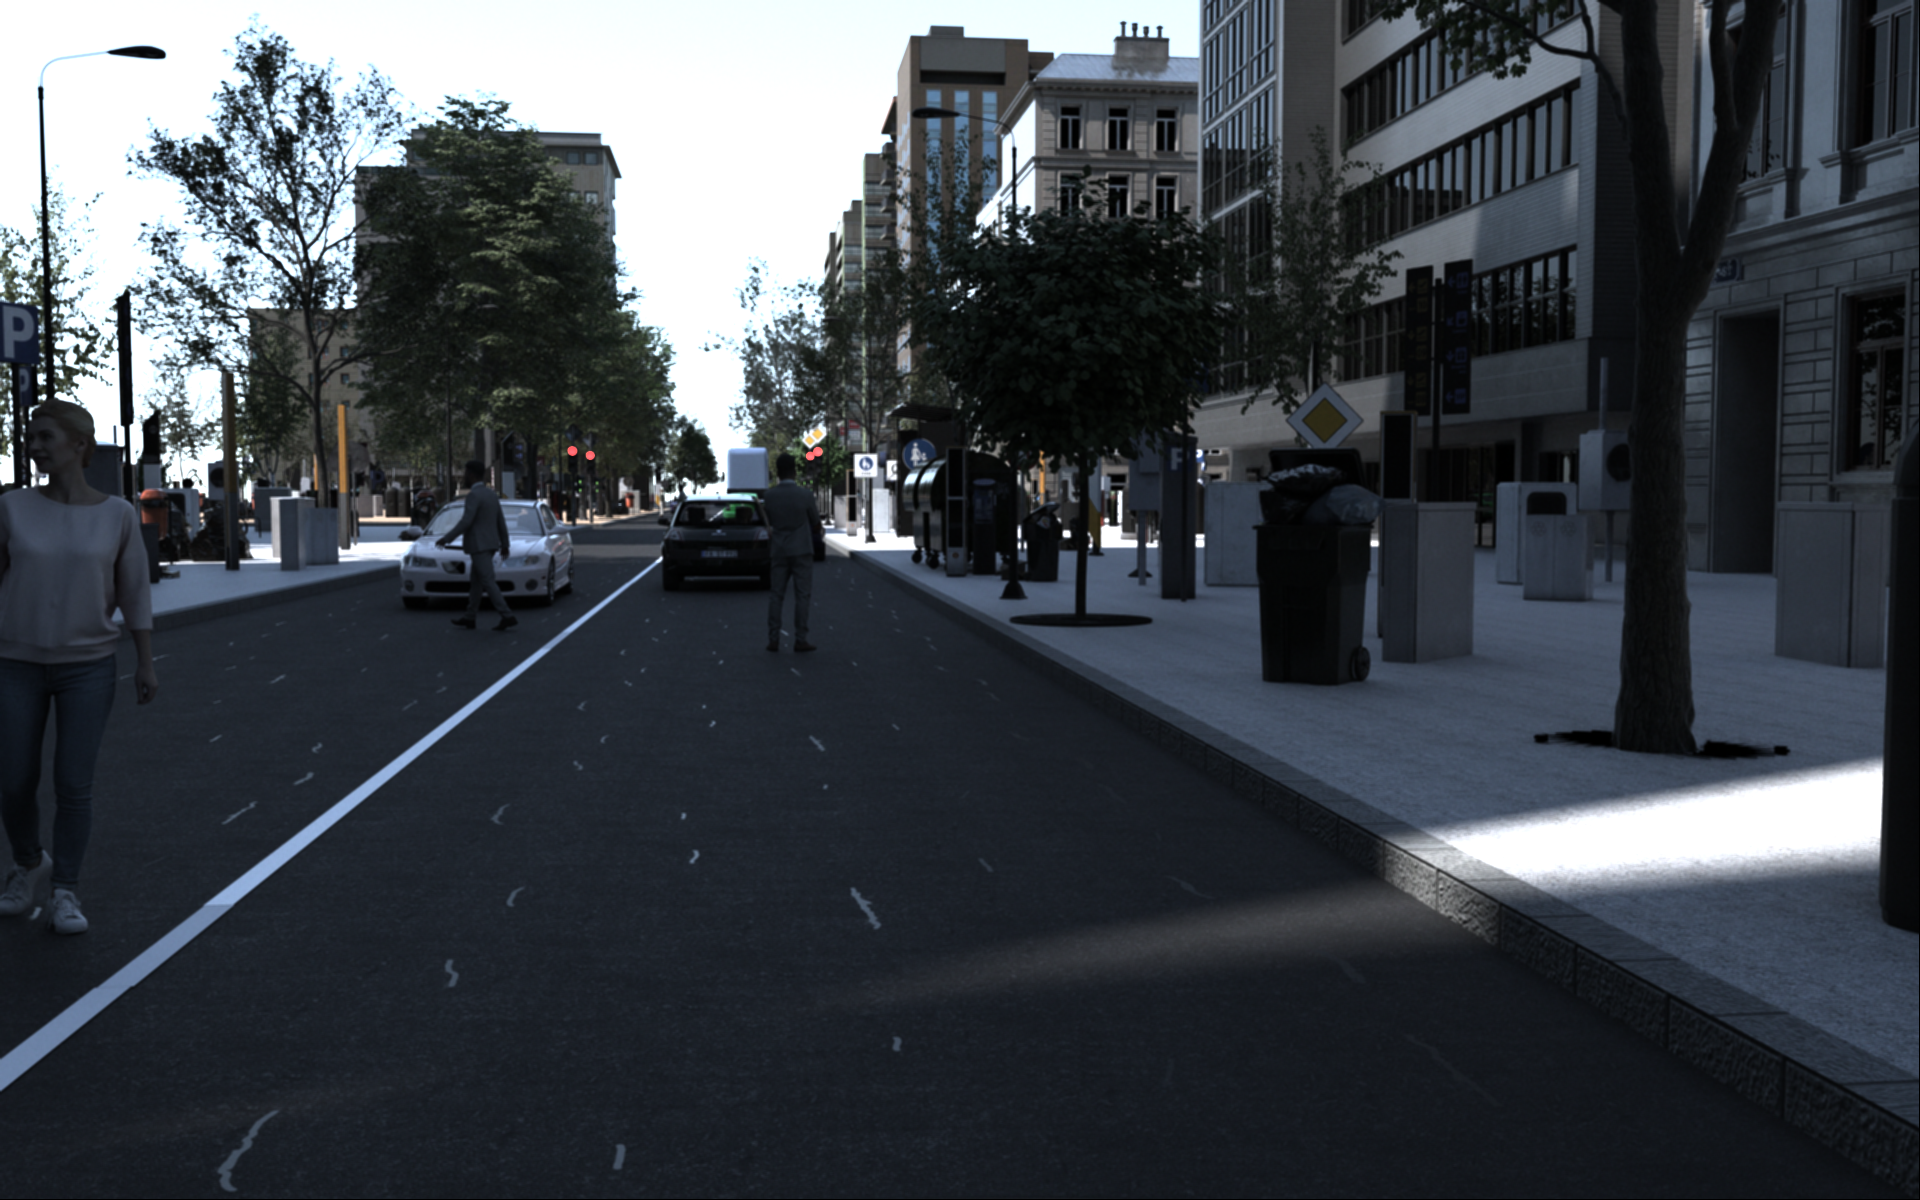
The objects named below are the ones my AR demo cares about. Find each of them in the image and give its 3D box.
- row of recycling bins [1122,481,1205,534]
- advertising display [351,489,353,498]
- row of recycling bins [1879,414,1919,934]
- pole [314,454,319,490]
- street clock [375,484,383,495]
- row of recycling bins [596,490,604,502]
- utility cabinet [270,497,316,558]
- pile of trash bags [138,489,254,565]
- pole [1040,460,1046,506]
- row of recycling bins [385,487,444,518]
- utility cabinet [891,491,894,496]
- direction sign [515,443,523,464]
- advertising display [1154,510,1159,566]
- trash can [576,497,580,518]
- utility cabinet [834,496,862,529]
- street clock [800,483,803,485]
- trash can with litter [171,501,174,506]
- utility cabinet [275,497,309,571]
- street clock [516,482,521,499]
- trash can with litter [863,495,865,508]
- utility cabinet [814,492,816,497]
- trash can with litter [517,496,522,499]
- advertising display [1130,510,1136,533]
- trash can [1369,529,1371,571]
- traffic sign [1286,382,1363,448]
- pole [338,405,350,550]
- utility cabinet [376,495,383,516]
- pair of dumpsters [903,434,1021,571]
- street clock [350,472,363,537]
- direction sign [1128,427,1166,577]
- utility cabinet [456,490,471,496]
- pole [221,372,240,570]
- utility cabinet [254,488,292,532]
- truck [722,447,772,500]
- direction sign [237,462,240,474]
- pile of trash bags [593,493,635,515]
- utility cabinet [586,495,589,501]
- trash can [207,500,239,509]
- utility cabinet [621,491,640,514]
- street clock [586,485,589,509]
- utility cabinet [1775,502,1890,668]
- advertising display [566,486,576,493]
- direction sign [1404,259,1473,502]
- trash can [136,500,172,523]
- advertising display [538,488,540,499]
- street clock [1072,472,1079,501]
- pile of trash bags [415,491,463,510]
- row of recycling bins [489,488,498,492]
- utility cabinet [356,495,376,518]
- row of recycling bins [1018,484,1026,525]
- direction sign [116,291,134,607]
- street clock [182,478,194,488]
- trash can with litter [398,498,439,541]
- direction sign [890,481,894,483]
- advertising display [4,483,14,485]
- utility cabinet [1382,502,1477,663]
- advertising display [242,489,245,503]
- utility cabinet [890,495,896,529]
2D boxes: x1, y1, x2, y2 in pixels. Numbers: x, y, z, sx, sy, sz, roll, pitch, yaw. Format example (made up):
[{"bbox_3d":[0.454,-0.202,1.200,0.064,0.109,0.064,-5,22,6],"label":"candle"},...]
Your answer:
[{"bbox_3d":[6.586,-3.011,56.341,1.069,1.692,3.534,-3,4,-38],"label":"row of recycling bins"},{"bbox_3d":[-47.470,-7.950,135.197,0.974,1.923,0.123,2,4,33],"label":"advertising display"},{"bbox_3d":[3.646,0.200,3.846,1.069,1.692,3.534,-1,4,-21],"label":"row of recycling bins"},{"bbox_3d":[-32.728,-5.767,88.126,0.158,3.312,0.155,0,3,0],"label":"pole"},{"bbox_3d":[-42.205,-7.416,125.827,0.471,2.002,0.358,1,4,12],"label":"street clock"},{"bbox_3d":[-28.981,-8.513,146.293,3.534,1.692,1.069,0,4,-6],"label":"row of recycling bins"},{"bbox_3d":[-13.469,-1.460,35.034,0.306,1.237,1.020,1,4,18],"label":"utility cabinet"},{"bbox_3d":[-14.695,-1.405,32.728,1.912,1.369,3.447,0,4,-7],"label":"pile of trash bags"},{"bbox_3d":[2.725,-3.866,57.058,0.158,3.312,0.155,0,3,0],"label":"pole"},{"bbox_3d":[-29.903,-5.368,94.880,3.534,1.692,1.069,1,4,15],"label":"row of recycling bins"},{"bbox_3d":[-5.716,-7.905,137.930,0.318,1.500,1.173,2,4,34],"label":"utility cabinet"},{"bbox_3d":[-19.695,-5.164,76.423,0.876,3.537,0.379,0,4,3],"label":"direction sign"},{"bbox_3d":[3.580,-1.560,30.724,0.123,1.923,0.974,0,4,2],"label":"advertising display"},{"bbox_3d":[-20.153,-4.865,91.200,0.748,1.137,0.748,0,3,0],"label":"trash can"},{"bbox_3d":[-4.165,-3.266,64.559,1.020,1.237,0.306,0,4,3],"label":"utility cabinet"},{"bbox_3d":[-8.502,-5.389,92.675,0.358,2.002,0.471,1,4,12],"label":"street clock"},{"bbox_3d":[-19.999,-1.976,43.697,0.624,1.170,1.055,-2,4,-35],"label":"trash can with litter"},{"bbox_3d":[-11.333,-1.116,29.407,0.306,1.237,1.020,-1,4,-14],"label":"utility cabinet"},{"bbox_3d":[-26.916,-6.147,105.069,0.471,2.002,0.358,-3,5,-40],"label":"street clock"},{"bbox_3d":[-8.076,-8.664,153.050,1.055,1.170,0.624,1,4,9],"label":"trash can with litter"},{"bbox_3d":[-10.956,-7.882,137.545,1.173,1.500,0.318,1,4,11],"label":"utility cabinet"},{"bbox_3d":[-29.417,-6.314,114.620,1.055,1.170,0.624,3,5,40],"label":"trash can with litter"},{"bbox_3d":[5.489,-2.842,51.685,0.974,1.923,0.123,-2,4,-32],"label":"advertising display"},{"bbox_3d":[6.235,-0.975,27.587,0.748,1.137,0.748,0,3,0],"label":"trash can"},{"bbox_3d":[3.749,-1.021,17.885,0.795,2.450,0.064,0,4,1],"label":"traffic sign"},{"bbox_3d":[-14.121,-2.805,39.704,0.158,3.312,0.155,0,3,0],"label":"pole"},{"bbox_3d":[-33.734,-5.452,100.303,0.306,1.237,1.020,0,4,3],"label":"utility cabinet"},{"bbox_3d":[-0.009,-1.687,30.080,1.574,2.255,4.437,0,4,-7],"label":"pair of dumpsters"},{"bbox_3d":[-18.147,-2.895,51.896,0.471,2.002,0.358,0,4,6],"label":"street clock"},{"bbox_3d":[2.795,-2.126,26.759,0.876,3.537,0.379,-2,4,-26],"label":"direction sign"},{"bbox_3d":[-25.188,-4.901,88.810,1.173,1.500,0.318,-2,4,-29],"label":"utility cabinet"},{"bbox_3d":[-12.271,-2.157,29.117,0.158,3.312,0.155,0,3,0],"label":"pole"},{"bbox_3d":[-23.206,-3.048,58.513,1.173,1.500,0.318,0,4,-1],"label":"utility cabinet"},{"bbox_3d":[-11.449,-6.389,94.211,2.967,4.110,18.799,0,4,-8],"label":"truck"},{"bbox_3d":[-50.317,-7.833,120.073,0.876,3.537,0.379,1,4,14],"label":"direction sign"},{"bbox_3d":[-20.999,-5.899,106.196,1.912,1.369,3.447,-3,5,-44],"label":"pile of trash bags"},{"bbox_3d":[-31.546,-8.288,146.665,0.306,1.237,1.020,-1,4,-18],"label":"utility cabinet"},{"bbox_3d":[-18.066,-1.887,42.504,0.748,1.137,0.748,0,3,0],"label":"trash can"},{"bbox_3d":[-20.846,-6.170,109.555,1.173,1.500,0.318,0,4,2],"label":"utility cabinet"},{"bbox_3d":[-31.258,-8.608,145.309,0.358,2.002,0.471,2,4,31],"label":"street clock"},{"bbox_3d":[6.654,-0.127,13.243,0.306,1.237,1.020,0,4,-4],"label":"utility cabinet"},{"bbox_3d":[-32.224,-8.463,143.580,0.123,1.923,0.974,3,5,43],"label":"advertising display"},{"bbox_3d":[4.712,-1.538,17.151,0.379,3.537,0.876,-2,4,-29],"label":"direction sign"},{"bbox_3d":[-18.181,-1.680,39.118,0.748,1.137,0.748,0,3,0],"label":"trash can"},{"bbox_3d":[-34.179,-8.213,139.503,0.974,1.923,0.123,2,4,34],"label":"advertising display"},{"bbox_3d":[3.886,-3.253,57.750,0.358,2.002,0.471,-1,4,-9],"label":"street clock"},{"bbox_3d":[-15.409,-2.662,53.269,1.912,1.369,3.447,2,4,25],"label":"pile of trash bags"},{"bbox_3d":[-31.400,-6.644,115.744,1.069,1.692,3.534,-1,4,-13],"label":"row of recycling bins"},{"bbox_3d":[-32.397,-5.071,94.074,0.306,1.237,1.020,3,4,38],"label":"utility cabinet"},{"bbox_3d":[0.945,-3.913,71.090,3.534,1.692,1.069,0,4,-4],"label":"row of recycling bins"},{"bbox_3d":[-9.485,-1.697,19.738,0.379,3.537,0.876,-2,4,-33],"label":"direction sign"},{"bbox_3d":[-34.890,-4.509,78.288,0.471,2.002,0.358,-2,4,-32],"label":"street clock"},{"bbox_3d":[-14.990,-2.220,47.679,1.055,1.170,0.624,1,4,18],"label":"trash can with litter"},{"bbox_3d":[-5.150,-8.037,123.395,0.876,3.537,0.379,0,4,1],"label":"direction sign"},{"bbox_3d":[-52.753,-5.584,96.504,0.974,1.923,0.123,0,4,6],"label":"advertising display"},{"bbox_3d":[3.668,-0.146,13.552,0.306,1.237,1.020,3,5,41],"label":"utility cabinet"},{"bbox_3d":[-54.805,-7.776,132.345,0.123,1.923,0.974,-2,4,-29],"label":"advertising display"},{"bbox_3d":[-2.693,-3.234,64.034,0.306,1.237,1.020,-3,4,-37],"label":"utility cabinet"}]
